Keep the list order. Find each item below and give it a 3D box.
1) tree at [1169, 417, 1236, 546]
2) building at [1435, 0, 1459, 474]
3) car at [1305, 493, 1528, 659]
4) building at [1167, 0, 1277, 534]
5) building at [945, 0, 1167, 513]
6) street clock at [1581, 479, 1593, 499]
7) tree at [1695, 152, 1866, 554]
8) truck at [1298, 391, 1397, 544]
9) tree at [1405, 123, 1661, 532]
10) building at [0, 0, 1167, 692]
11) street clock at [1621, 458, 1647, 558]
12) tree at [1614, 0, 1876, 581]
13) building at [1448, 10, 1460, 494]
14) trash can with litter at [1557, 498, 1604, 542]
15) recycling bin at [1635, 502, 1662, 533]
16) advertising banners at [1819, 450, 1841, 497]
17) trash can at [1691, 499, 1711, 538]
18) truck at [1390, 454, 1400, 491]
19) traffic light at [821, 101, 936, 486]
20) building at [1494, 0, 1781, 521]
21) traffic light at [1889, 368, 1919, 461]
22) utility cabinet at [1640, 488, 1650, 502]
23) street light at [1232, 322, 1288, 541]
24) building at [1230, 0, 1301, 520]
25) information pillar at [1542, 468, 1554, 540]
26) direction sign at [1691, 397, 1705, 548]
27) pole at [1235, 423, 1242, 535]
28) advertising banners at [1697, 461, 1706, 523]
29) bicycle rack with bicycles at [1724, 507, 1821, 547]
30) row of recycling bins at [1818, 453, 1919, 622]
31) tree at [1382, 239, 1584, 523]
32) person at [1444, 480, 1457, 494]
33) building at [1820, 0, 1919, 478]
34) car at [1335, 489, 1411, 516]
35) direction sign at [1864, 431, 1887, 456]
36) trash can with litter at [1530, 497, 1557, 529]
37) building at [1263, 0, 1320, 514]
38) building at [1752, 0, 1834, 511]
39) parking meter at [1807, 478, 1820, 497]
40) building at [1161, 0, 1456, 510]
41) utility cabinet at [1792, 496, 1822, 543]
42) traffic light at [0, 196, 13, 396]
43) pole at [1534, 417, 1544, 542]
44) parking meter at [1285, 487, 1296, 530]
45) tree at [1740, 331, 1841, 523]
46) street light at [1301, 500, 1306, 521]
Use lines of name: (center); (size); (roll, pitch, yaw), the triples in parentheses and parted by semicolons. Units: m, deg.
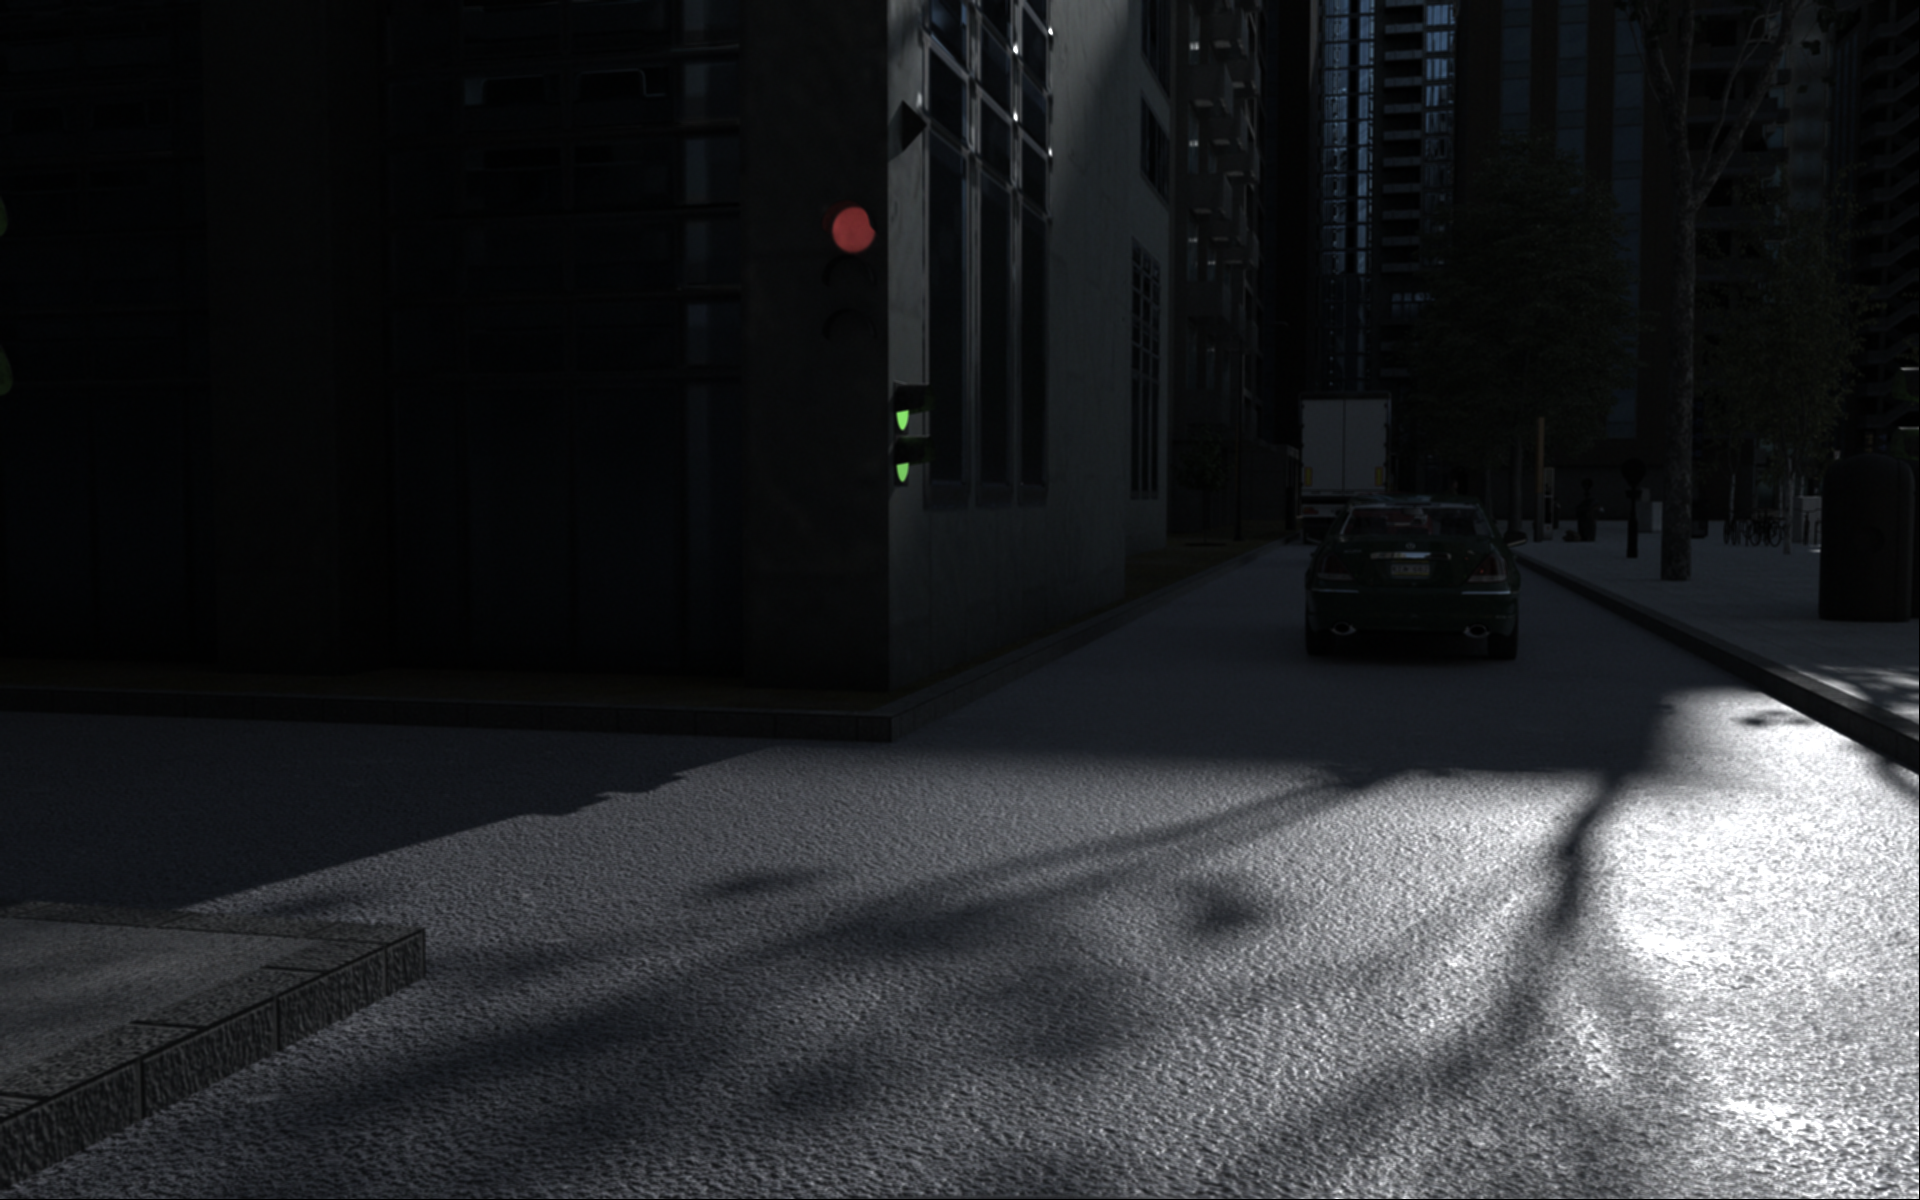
tree: (6.231, -2.974, 43.228); (1.663, 3.219, 1.824); (0, 3, 0)
building: (50.859, -31.727, 138.349); (23.786, 49.044, 30.456); (1, 4, 14)
car: (4.346, -0.294, 16.600); (2.131, 1.459, 4.920); (1, 4, 15)
building: (-0.380, -27.268, 65.437); (23.786, 49.044, 30.456); (1, 4, 14)
building: (16.689, -51.179, 149.441); (31.000, 86.520, 22.319); (1, 4, 14)
street clock: (29.303, -4.673, 80.969); (0.471, 2.002, 0.358); (0, 4, 4)
tree: (17.510, -5.279, 36.678); (4.737, 8.622, 4.395); (0, 3, 0)
truck: (11.824, -3.901, 52.690); (2.839, 4.237, 11.283); (1, 4, 14)
tree: (17.685, -8.289, 53.659); (7.486, 12.596, 7.792); (0, 3, 0)
building: (-7.609, -43.645, 26.262); (22.319, 86.520, 31.000); (1, 4, 14)
street clock: (13.523, -1.848, 34.784); (0.471, 2.002, 0.358); (2, 4, 29)
tree: (11.638, -10.287, 24.087); (12.611, 20.169, 13.585); (0, 3, 0)
building: (36.770, -20.327, 104.050); (14.160, 30.474, 14.107); (1, 4, 14)
trash can with litter: (16.739, -2.152, 46.566); (1.055, 1.170, 0.624); (-2, 4, -31)
recycling bin: (22.806, -2.748, 57.482); (0.722, 1.027, 0.722); (-3, 5, -43)
advertising banners: (34.532, -4.455, 69.034); (2.074, 3.025, 0.090); (-2, 4, -35)
trash can: (21.388, -2.361, 50.260); (0.748, 1.137, 0.748); (0, 3, 0)
truck: (30.738, -8.439, 126.891); (2.839, 4.237, 11.283); (1, 4, 15)
traffic light: (-0.603, -1.377, 11.440); (0.839, 4.253, 0.868); (1, 4, 14)
building: (33.303, -26.898, 89.899); (14.600, 45.320, 14.200); (1, 4, 14)
traffic light: (5.822, -1.282, 9.885); (0.839, 4.253, 0.868); (1, 4, 14)
utility cabinet: (24.383, -3.239, 61.634); (0.318, 1.500, 1.173); (1, 4, 20)
street light: (8.147, -4.555, 47.018); (1.470, 5.913, 1.316); (1, 4, 14)
building: (8.703, -40.225, 95.933); (20.563, 71.187, 20.611); (1, 4, 14)
information pillar: (16.300, -2.674, 48.205); (0.304, 2.012, 0.304); (-1, 4, -12)
direction sign: (17.074, -2.985, 40.799); (0.379, 3.537, 0.876); (-3, 4, -38)
pole: (8.036, -3.433, 49.979); (0.158, 3.312, 0.155); (0, 3, 0)
advertising banners: (27.125, -4.112, 63.427); (0.090, 3.025, 2.074); (1, 4, 16)
bicycle rack with bicycles: (20.275, -1.810, 42.982); (2.852, 0.926, 2.925); (1, 4, 20)
row of recycling bins: (10.229, -0.701, 18.581); (1.069, 1.692, 3.534); (3, 5, 45)
tree: (22.962, -9.687, 75.391); (9.611, 12.733, 9.660); (0, 3, 0)
person: (13.994, -2.504, 49.346); (0.656, 1.842, 0.836); (3, 4, 38)
building: (79.250, -29.929, 139.455); (14.200, 45.320, 14.600); (1, 4, 14)
car: (8.752, -1.617, 35.470); (2.155, 1.783, 4.494); (1, 4, 15)
direction sign: (33.111, -4.325, 62.712); (0.876, 3.537, 0.379); (0, 4, -8)
trash can with litter: (21.323, -3.163, 63.104); (1.055, 1.170, 0.624); (1, 4, 23)
building: (15.993, -28.301, 112.826); (14.600, 45.320, 14.200); (1, 4, 14)
building: (81.966, -33.432, 166.227); (30.456, 49.044, 23.786); (1, 4, 14)
parking meter: (31.791, -3.598, 64.535); (0.399, 1.863, 0.255); (-2, 4, -27)
building: (37.777, -52.751, 175.152); (31.000, 86.520, 22.319); (1, 4, 14)
utility cabinet: (22.304, -2.100, 45.492); (1.020, 1.237, 0.306); (-2, 4, -30)
traffic light: (-2.507, -0.903, 3.685); (0.839, 4.253, 0.868); (1, 4, 14)
pole: (15.358, -3.186, 45.941); (0.158, 3.312, 0.155); (0, 3, 0)
parking meter: (11.771, -3.254, 61.611); (0.372, 1.533, 0.369); (0, 3, 0)
tree: (36.847, -7.770, 77.399); (4.360, 8.622, 3.978); (0, 3, 0)
street light: (16.706, -6.635, 81.020); (1.470, 5.913, 1.316); (1, 4, 14)
